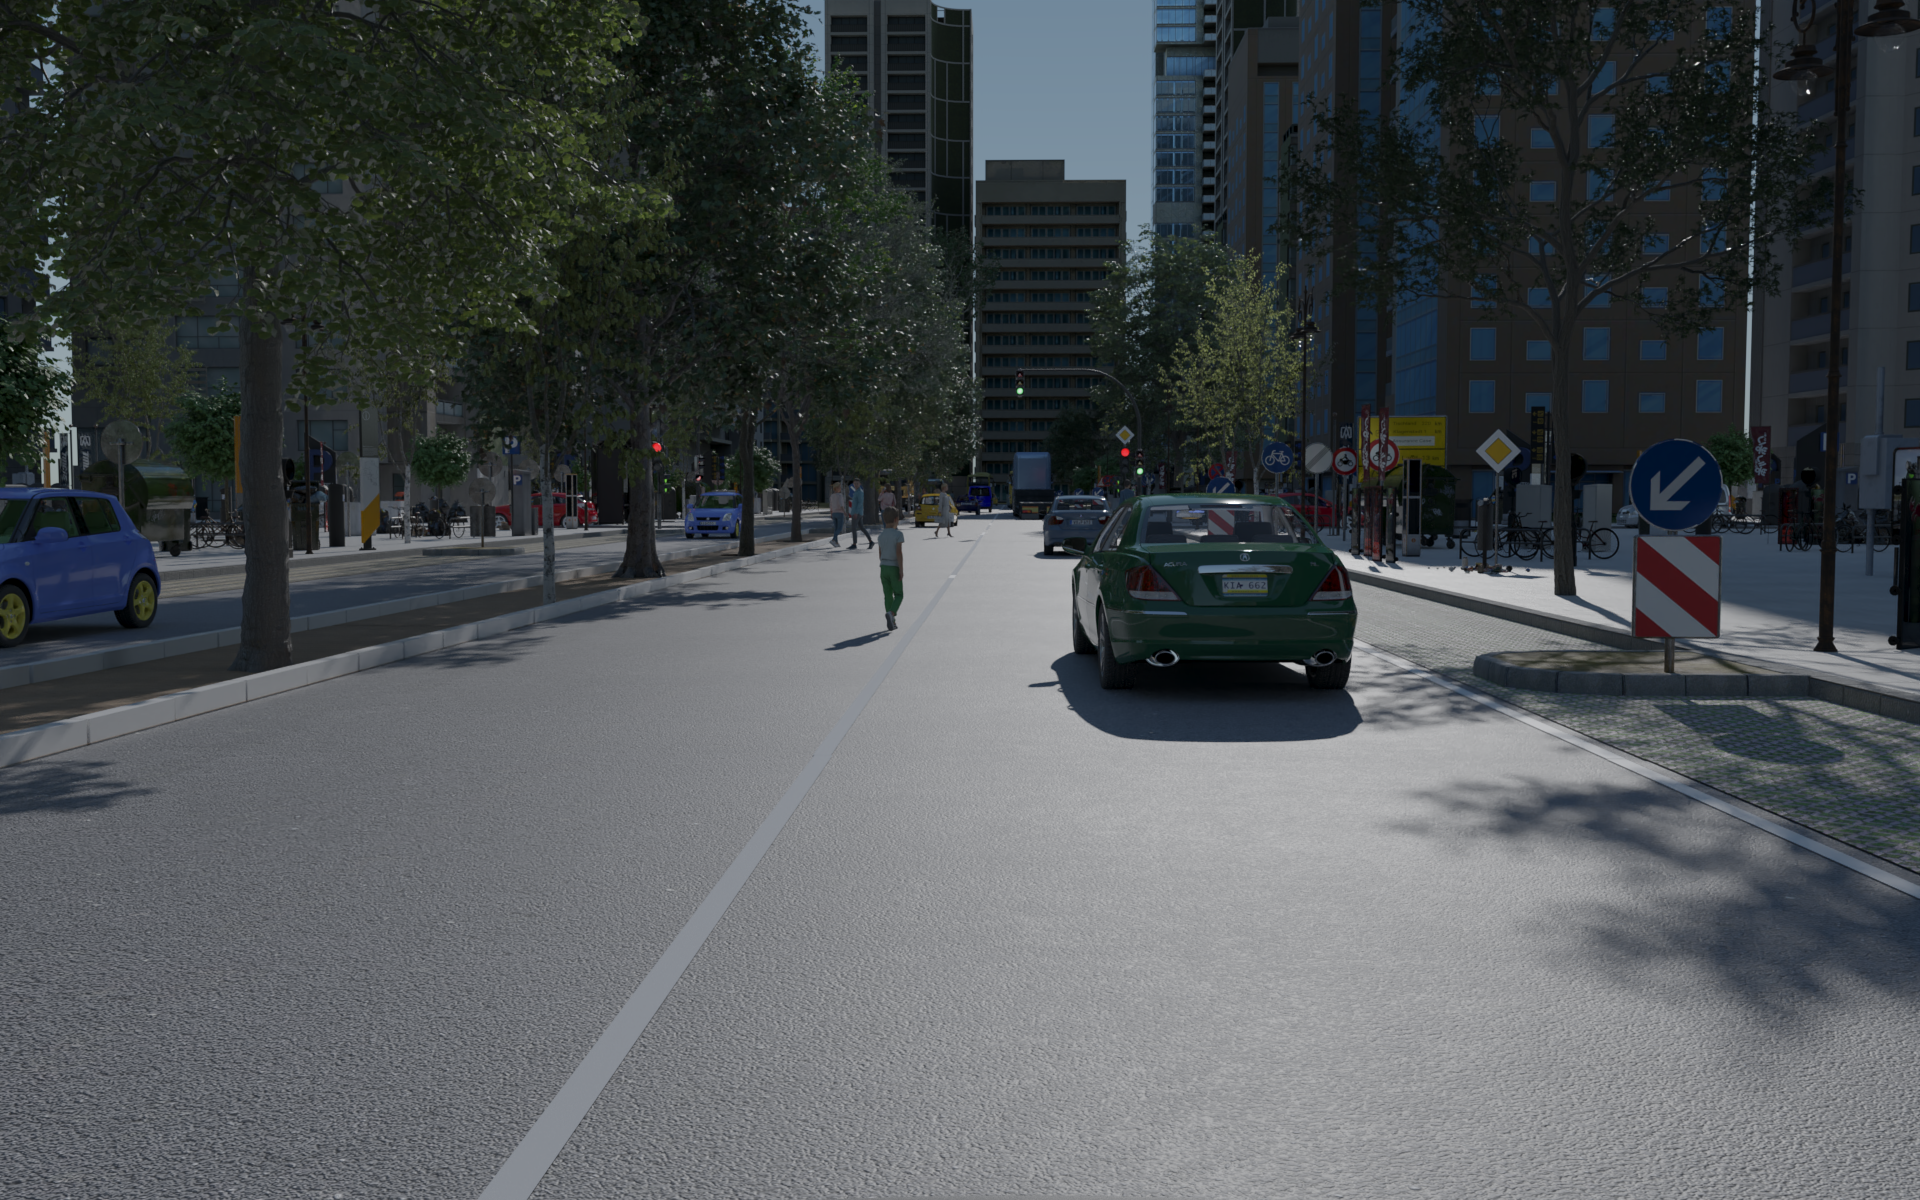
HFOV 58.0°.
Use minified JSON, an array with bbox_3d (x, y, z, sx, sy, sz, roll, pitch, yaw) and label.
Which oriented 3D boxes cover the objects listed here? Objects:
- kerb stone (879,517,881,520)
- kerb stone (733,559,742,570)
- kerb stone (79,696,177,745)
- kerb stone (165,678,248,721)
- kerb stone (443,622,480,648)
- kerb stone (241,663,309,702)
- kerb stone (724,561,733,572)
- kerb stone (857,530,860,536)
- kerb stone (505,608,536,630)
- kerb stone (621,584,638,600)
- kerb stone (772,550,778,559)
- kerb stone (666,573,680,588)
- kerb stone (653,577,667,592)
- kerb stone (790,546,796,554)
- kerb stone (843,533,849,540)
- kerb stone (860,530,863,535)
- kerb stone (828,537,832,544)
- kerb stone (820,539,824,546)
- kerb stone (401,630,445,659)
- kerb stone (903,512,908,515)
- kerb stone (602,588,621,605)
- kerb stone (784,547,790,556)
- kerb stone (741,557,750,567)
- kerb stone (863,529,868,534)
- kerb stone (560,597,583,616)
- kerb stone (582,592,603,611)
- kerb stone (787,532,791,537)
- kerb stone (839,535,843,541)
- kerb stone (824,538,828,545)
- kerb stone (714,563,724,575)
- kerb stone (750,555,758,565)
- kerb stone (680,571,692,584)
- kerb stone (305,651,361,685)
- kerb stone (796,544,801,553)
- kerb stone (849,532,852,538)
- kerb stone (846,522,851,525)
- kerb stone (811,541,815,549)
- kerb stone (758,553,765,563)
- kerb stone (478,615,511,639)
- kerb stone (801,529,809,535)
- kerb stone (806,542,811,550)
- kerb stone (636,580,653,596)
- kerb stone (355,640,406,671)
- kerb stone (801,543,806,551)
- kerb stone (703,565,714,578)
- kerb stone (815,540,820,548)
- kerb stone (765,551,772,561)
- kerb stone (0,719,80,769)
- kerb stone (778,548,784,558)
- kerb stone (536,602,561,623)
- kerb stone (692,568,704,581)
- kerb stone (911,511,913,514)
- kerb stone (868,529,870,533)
[{"bbox_3d":[-4.439,-4.703,99.145,0.120,0.150,1.000,0,4,2],"label":"kerb stone"},{"bbox_3d":[-4.338,-0.657,32.964,0.120,0.150,1.000,0,4,2],"label":"kerb stone"},{"bbox_3d":[-5.016,0.723,10.397,0.120,0.150,1.000,0,4,2],"label":"kerb stone"},{"bbox_3d":[-4.990,0.659,11.419,0.120,0.150,1.000,0,4,2],"label":"kerb stone"},{"bbox_3d":[-4.830,0.345,16.557,0.120,0.150,1.000,0,4,2],"label":"kerb stone"},{"bbox_3d":[-4.956,0.597,12.440,0.120,0.150,1.000,0,4,2],"label":"kerb stone"},{"bbox_3d":[-4.370,-0.596,31.939,0.120,0.150,1.000,0,4,2],"label":"kerb stone"},{"bbox_3d":[-3.565,-2.224,58.590,0.120,0.150,1.000,0,4,2],"label":"kerb stone"},{"bbox_3d":[-4.779,0.220,18.603,0.120,0.150,1.000,0,4,2],"label":"kerb stone"},{"bbox_3d":[-4.612,-0.090,23.724,0.120,0.150,1.000,0,4,2],"label":"kerb stone"},{"bbox_3d":[-4.188,-0.973,38.104,0.120,0.150,1.000,0,4,2],"label":"kerb stone"},{"bbox_3d":[-4.523,-0.281,26.813,0.120,0.150,1.000,0,4,2],"label":"kerb stone"},{"bbox_3d":[-4.553,-0.218,25.782,0.120,0.150,1.000,0,4,2],"label":"kerb stone"},{"bbox_3d":[-4.093,-1.161,41.185,0.120,0.150,1.000,0,4,2],"label":"kerb stone"},{"bbox_3d":[-3.685,-1.972,54.497,0.120,0.150,1.000,0,4,2],"label":"kerb stone"},{"bbox_3d":[-3.528,-2.282,59.612,0.120,0.150,1.000,0,4,2],"label":"kerb stone"},{"bbox_3d":[-3.841,-1.663,49.379,0.120,0.150,1.000,0,4,2],"label":"kerb stone"},{"bbox_3d":[-3.901,-1.531,47.328,0.120,0.150,1.000,0,4,2],"label":"kerb stone"},{"bbox_3d":[-4.862,0.408,15.525,0.120,0.150,1.000,0,4,2],"label":"kerb stone"},{"bbox_3d":[-3.763,-6.079,121.676,0.120,0.150,1.000,0,4,2],"label":"kerb stone"},{"bbox_3d":[-4.649,-0.031,22.703,0.120,0.150,1.000,0,4,2],"label":"kerb stone"},{"bbox_3d":[-4.119,-1.099,40.159,0.120,0.150,1.000,0,4,2],"label":"kerb stone"},{"bbox_3d":[-4.312,-0.722,33.999,0.120,0.150,1.000,0,4,2],"label":"kerb stone"},{"bbox_3d":[-3.474,-2.413,61.669,0.120,0.150,1.000,0,4,2],"label":"kerb stone"},{"bbox_3d":[-4.712,0.094,20.657,0.120,0.150,1.000,0,4,2],"label":"kerb stone"},{"bbox_3d":[-4.678,0.031,21.681,0.120,0.150,1.000,0,4,2],"label":"kerb stone"},{"bbox_3d":[-5.724,-2.103,56.585,0.120,0.150,1.000,0,4,2],"label":"kerb stone"},{"bbox_3d":[-3.739,-1.850,52.449,0.120,0.150,1.000,0,4,2],"label":"kerb stone"},{"bbox_3d":[-3.874,-1.600,48.350,0.120,0.150,1.000,0,4,2],"label":"kerb stone"},{"bbox_3d":[-4.398,-0.533,30.917,0.120,0.150,1.000,0,4,2],"label":"kerb stone"},{"bbox_3d":[-4.277,-0.780,35.023,0.120,0.150,1.000,0,4,2],"label":"kerb stone"},{"bbox_3d":[-4.493,-0.345,27.835,0.120,0.150,1.000,0,4,2],"label":"kerb stone"},{"bbox_3d":[-4.928,0.536,13.462,0.120,0.150,1.000,0,4,2],"label":"kerb stone"},{"bbox_3d":[-4.054,-1.224,42.214,0.120,0.150,1.000,0,4,2],"label":"kerb stone"},{"bbox_3d":[-3.654,-2.037,55.519,0.120,0.150,1.000,0,4,2],"label":"kerb stone"},{"bbox_3d":[-5.033,-3.514,79.656,0.120,0.150,1.000,0,4,2],"label":"kerb stone"},{"bbox_3d":[-3.972,-1.412,45.285,0.120,0.150,1.000,0,4,2],"label":"kerb stone"},{"bbox_3d":[-4.242,-0.842,36.045,0.120,0.150,1.000,0,4,2],"label":"kerb stone"},{"bbox_3d":[-4.794,0.284,17.581,0.120,0.150,1.000,0,4,2],"label":"kerb stone"},{"bbox_3d":[-5.543,-2.478,62.747,0.120,0.150,1.000,0,4,2],"label":"kerb stone"},{"bbox_3d":[-3.994,-1.350,44.264,0.120,0.150,1.000,0,4,2],"label":"kerb stone"},{"bbox_3d":[-4.584,-0.156,24.751,0.120,0.150,1.000,0,4,2],"label":"kerb stone"},{"bbox_3d":[-4.895,0.471,14.495,0.120,0.150,1.000,0,4,2],"label":"kerb stone"},{"bbox_3d":[-4.025,-1.287,43.235,0.120,0.150,1.000,0,4,2],"label":"kerb stone"},{"bbox_3d":[-4.436,-0.471,29.891,0.120,0.150,1.000,0,4,2],"label":"kerb stone"},{"bbox_3d":[-3.933,-1.475,46.307,0.120,0.150,1.000,0,4,2],"label":"kerb stone"},{"bbox_3d":[-4.212,-0.910,37.076,0.120,0.150,1.000,0,4,2],"label":"kerb stone"},{"bbox_3d":[-5.047,0.785,9.364,0.120,0.150,1.000,0,4,2],"label":"kerb stone"},{"bbox_3d":[-4.149,-1.036,39.128,0.120,0.150,1.000,0,4,2],"label":"kerb stone"},{"bbox_3d":[-4.739,0.157,19.636,0.120,0.150,1.000,0,4,2],"label":"kerb stone"},{"bbox_3d":[-4.465,-0.402,28.864,0.120,0.150,1.000,0,4,2],"label":"kerb stone"},{"bbox_3d":[-3.662,-6.271,124.752,0.120,0.150,1.000,0,4,2],"label":"kerb stone"},{"bbox_3d":[-3.440,-2.477,62.690,0.120,0.150,1.000,0,4,2],"label":"kerb stone"}]
